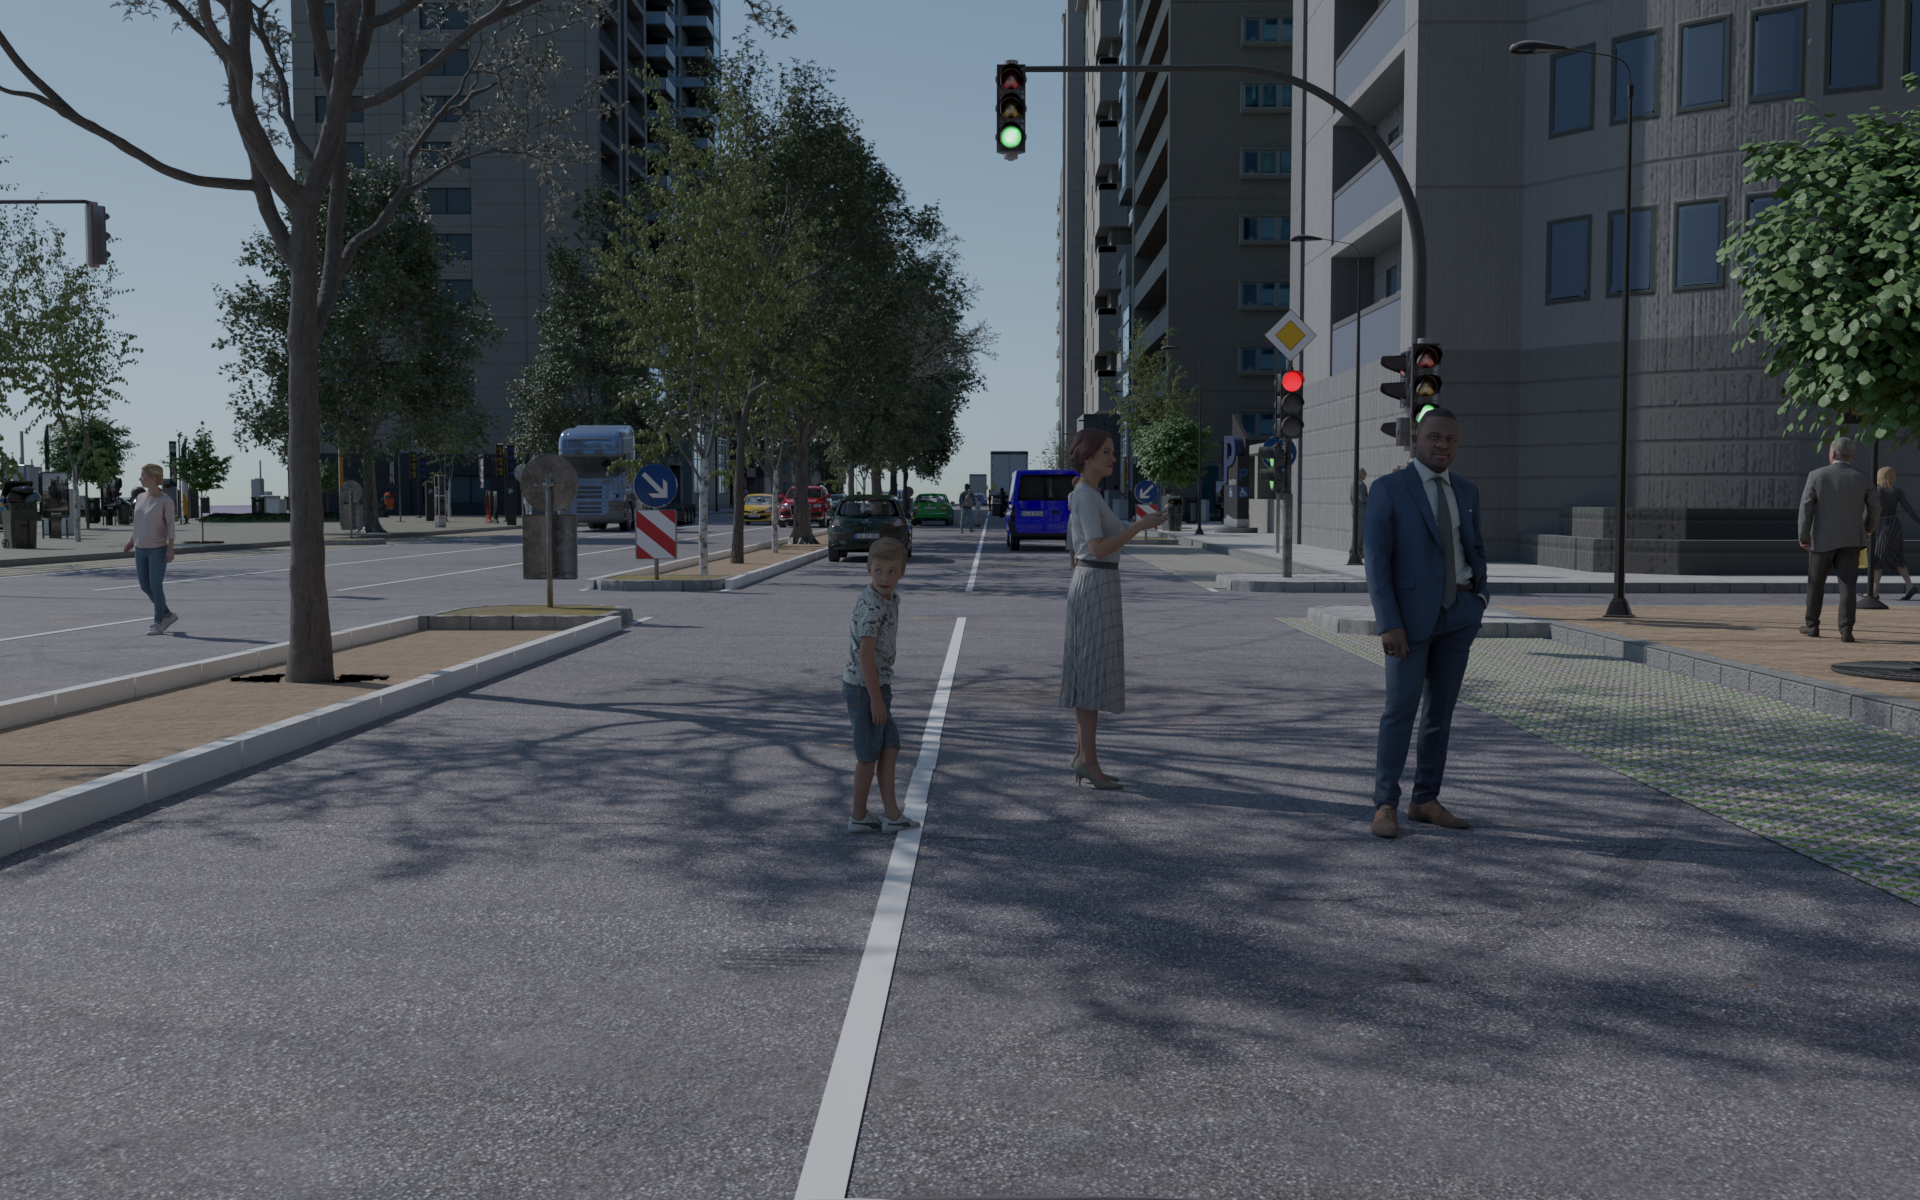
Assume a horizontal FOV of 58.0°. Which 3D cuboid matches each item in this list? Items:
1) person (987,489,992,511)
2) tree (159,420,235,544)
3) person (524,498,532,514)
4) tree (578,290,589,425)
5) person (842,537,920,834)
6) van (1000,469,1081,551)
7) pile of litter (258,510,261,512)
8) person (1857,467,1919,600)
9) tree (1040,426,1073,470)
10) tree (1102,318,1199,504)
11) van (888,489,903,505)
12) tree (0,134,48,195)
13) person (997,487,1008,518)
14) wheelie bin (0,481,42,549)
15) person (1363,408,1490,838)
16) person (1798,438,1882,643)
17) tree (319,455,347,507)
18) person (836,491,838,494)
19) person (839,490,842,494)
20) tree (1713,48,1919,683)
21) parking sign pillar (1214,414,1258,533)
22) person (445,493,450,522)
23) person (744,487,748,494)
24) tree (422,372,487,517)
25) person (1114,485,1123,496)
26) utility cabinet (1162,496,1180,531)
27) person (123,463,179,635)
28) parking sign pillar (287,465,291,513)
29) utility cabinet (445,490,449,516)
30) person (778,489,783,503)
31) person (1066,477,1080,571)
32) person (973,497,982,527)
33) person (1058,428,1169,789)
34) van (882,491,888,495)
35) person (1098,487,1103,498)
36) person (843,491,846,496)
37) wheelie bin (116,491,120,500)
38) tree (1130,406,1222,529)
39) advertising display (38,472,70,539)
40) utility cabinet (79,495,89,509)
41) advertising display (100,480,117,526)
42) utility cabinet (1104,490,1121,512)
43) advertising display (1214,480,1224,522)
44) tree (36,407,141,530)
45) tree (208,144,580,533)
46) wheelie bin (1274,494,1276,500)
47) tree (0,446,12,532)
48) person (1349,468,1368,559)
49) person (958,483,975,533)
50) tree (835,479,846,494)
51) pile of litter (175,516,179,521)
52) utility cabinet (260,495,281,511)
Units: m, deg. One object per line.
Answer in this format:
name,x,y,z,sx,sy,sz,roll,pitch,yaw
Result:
person,2.444,-8.256,143.447,0.705,1.831,1.348,1,4,8
tree,-19.637,-3.088,45.092,1.663,3.219,1.824,0,3,0
person,-20.369,-4.634,81.685,0.514,1.842,0.818,-1,4,-13
tree,-18.953,-10.502,88.719,9.611,12.733,9.660,0,3,0
person,-0.336,0.357,7.340,0.332,1.250,0.352,-3,5,-40
van,2.191,-2.505,45.346,2.240,2.365,5.245,0,4,0
pile of litter,-38.379,-5.035,96.290,1.719,0.858,1.176,-3,5,-42
person,12.842,-0.889,23.254,0.699,1.804,1.509,-3,5,-40
tree,10.708,-14.337,184.776,4.360,8.622,3.978,0,3,0
tree,7.899,-7.417,71.632,4.737,8.622,4.395,0,3,0
van,-5.298,-8.377,143.972,2.013,2.044,4.112,0,4,0
tree,-19.610,-5.124,34.135,4.737,8.622,4.395,0,3,0
person,2.570,-5.885,104.651,0.705,1.831,1.348,-2,4,-30
wheelie bin,-22.171,-2.018,40.903,0.693,1.594,0.980,3,5,40
person,1.992,0.074,7.468,0.721,1.800,0.419,-2,4,-27
person,7.721,-0.541,15.294,0.661,1.777,0.834,1,4,10
tree,-31.117,-5.565,85.589,1.663,3.219,1.824,0,3,0
person,-15.745,-13.168,222.149,0.445,1.727,0.742,0,4,1
person,-11.504,-9.642,166.284,0.705,1.807,1.348,0,4,4
tree,7.066,-1.742,12.200,4.285,4.588,4.351,0,3,0
parking sign pillar,9.177,-4.218,57.444,1.447,3.967,1.447,-1,4,-11
person,-23.835,-4.483,79.698,0.624,1.780,0.694,1,4,17
person,-17.573,-8.290,141.453,0.709,1.838,0.599,-1,4,-12
tree,-28.530,-8.956,96.794,4.737,8.622,4.395,0,3,0
person,9.492,-6.073,105.270,1.348,1.831,0.705,1,4,9
utility cabinet,7.442,-3.059,61.172,0.306,1.237,1.020,2,4,28
person,-8.253,-0.524,17.747,0.731,1.740,0.598,1,4,11
parking sign pillar,-31.279,-5.744,82.379,1.447,3.967,1.447,2,4,35
utility cabinet,-30.164,-5.701,101.896,0.318,1.500,1.173,-1,4,-22
person,-18.064,-10.285,174.653,0.683,1.767,0.568,-3,5,-44
person,2.232,-1.413,32.176,0.524,1.755,0.480,3,5,43
person,0.745,-3.832,75.440,0.394,1.301,0.425,0,4,4
person,0.741,0.036,8.476,0.524,1.755,0.480,0,4,3
van,-10.211,-13.731,231.511,2.013,2.044,4.112,0,4,1
person,9.228,-6.552,113.701,0.617,1.759,0.750,-1,4,-10
person,-11.804,-10.212,176.398,0.756,1.711,0.436,-1,4,-19
wheelie bin,-49.590,-5.713,101.308,0.980,1.594,0.693,0,4,-7
tree,8.015,-4.935,64.403,4.285,4.588,4.351,0,3,0
advertising display,-26.241,-2.750,50.182,0.123,1.923,0.974,1,4,19
utility cabinet,-51.186,-5.470,100.594,1.020,1.237,0.306,-1,4,-20
advertising display,-34.766,-4.007,70.733,0.123,1.923,0.974,0,4,5
utility cabinet,8.530,-5.397,96.925,0.318,1.500,1.173,3,5,41
advertising display,12.256,-4.595,80.343,0.974,1.923,0.123,-1,4,-17
tree,-31.478,-4.823,62.576,4.285,4.588,4.351,0,3,0
tree,-19.721,-8.581,57.303,9.611,12.733,9.660,0,3,0
wheelie bin,13.965,-4.149,75.741,0.980,1.594,0.693,2,4,26
tree,-32.559,-3.857,57.666,1.663,3.219,1.824,0,3,0
person,7.988,-1.716,34.283,0.590,1.801,0.661,0,4,-4
person,0.202,-3.329,62.909,0.794,1.824,0.713,2,4,33
tree,-16.023,-14.213,226.987,1.663,3.219,1.824,0,3,0
pile of litter,-36.969,-4.083,80.722,1.176,0.858,1.719,3,5,42
utility cabinet,-37.275,-5.048,93.693,0.306,1.237,1.020,3,4,37
